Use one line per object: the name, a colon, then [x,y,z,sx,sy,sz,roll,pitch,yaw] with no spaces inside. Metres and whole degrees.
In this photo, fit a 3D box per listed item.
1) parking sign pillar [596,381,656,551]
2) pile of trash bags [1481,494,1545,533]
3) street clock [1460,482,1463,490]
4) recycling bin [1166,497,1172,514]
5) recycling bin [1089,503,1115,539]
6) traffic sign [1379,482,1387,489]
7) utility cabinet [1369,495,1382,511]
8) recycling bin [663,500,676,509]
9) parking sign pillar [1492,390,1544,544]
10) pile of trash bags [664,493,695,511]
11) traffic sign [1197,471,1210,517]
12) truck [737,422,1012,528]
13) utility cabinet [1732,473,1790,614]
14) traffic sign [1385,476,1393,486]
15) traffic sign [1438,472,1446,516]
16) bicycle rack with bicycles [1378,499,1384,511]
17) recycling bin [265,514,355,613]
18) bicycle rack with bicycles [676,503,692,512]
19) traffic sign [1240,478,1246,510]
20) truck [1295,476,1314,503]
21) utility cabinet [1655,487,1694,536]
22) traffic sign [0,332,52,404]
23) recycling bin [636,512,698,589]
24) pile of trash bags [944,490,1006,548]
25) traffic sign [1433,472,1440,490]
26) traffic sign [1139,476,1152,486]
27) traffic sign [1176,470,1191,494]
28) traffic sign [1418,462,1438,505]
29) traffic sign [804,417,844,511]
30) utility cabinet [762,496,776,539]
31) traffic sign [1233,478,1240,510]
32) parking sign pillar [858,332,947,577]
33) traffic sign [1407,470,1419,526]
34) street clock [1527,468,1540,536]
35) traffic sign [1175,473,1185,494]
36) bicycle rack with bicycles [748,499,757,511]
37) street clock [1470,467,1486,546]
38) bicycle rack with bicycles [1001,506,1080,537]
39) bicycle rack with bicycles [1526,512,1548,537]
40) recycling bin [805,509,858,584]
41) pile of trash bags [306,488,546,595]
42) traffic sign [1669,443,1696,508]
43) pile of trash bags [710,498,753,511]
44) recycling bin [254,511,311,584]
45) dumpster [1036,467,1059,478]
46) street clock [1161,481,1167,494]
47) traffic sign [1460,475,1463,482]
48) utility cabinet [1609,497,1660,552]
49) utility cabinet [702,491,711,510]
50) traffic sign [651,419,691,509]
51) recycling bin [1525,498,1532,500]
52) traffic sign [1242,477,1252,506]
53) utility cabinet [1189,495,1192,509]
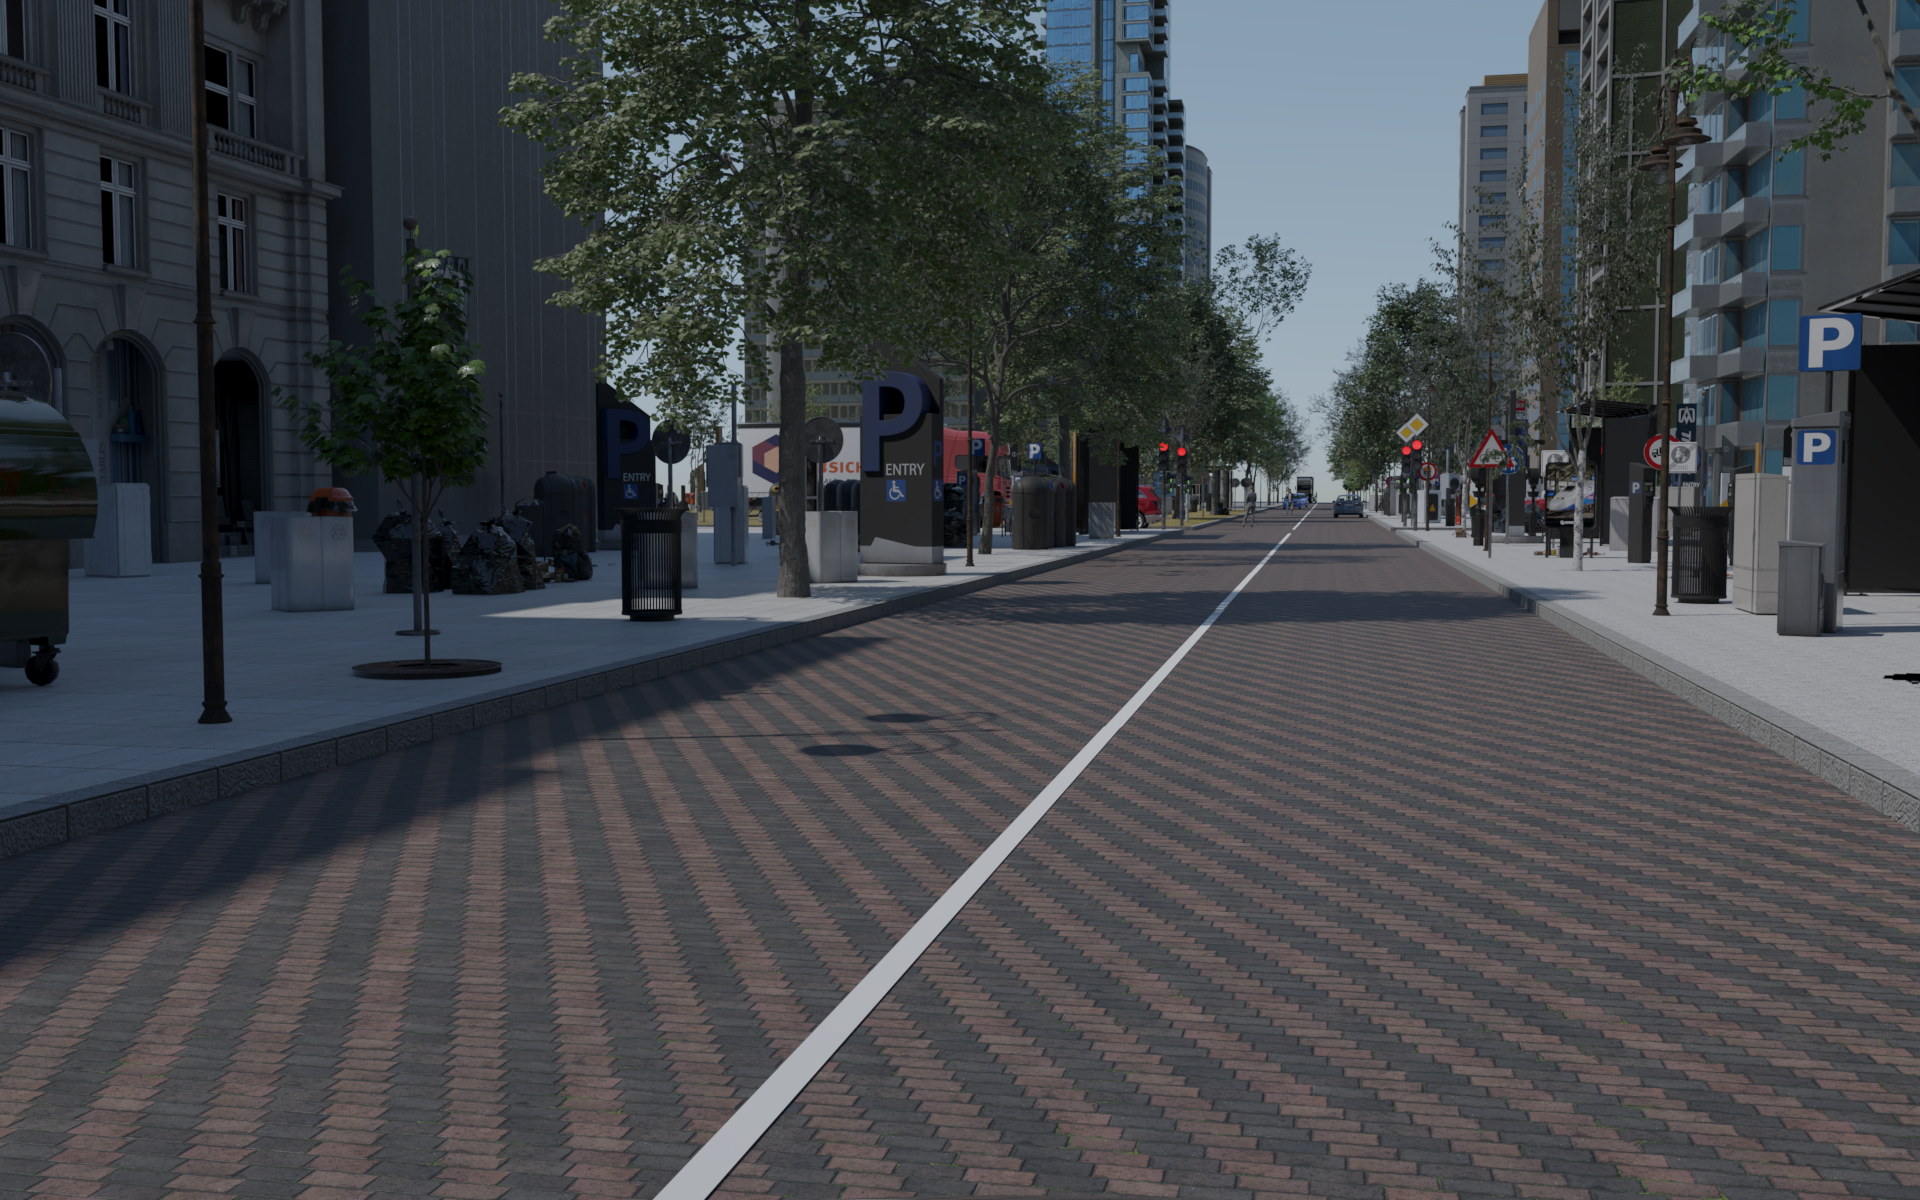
parking sign pillar: [-7.682,-3.145,39.890,1.447,3.967,1.447,-2,4,-35]
pile of trash bags: [18.257,-2.959,58.128,1.912,1.369,3.447,0,4,-8]
street clock: [31.066,-6.301,107.593,0.358,2.002,0.471,0,4,7]
recycling bin: [12.931,-5.929,109.500,0.722,1.027,0.722,3,5,45]
recycling bin: [4.093,-2.282,49.862,0.722,1.027,0.722,1,4,9]
traffic sign: [34.016,-8.389,139.291,0.606,2.300,0.079,1,4,21]
utility cabinet: [32.446,-7.585,135.169,0.306,1.237,1.020,-3,5,-40]
recycling bin: [-16.857,-5.348,99.994,0.722,1.027,0.722,-3,5,-43]
parking sign pillar: [14.585,-3.480,45.374,1.447,3.967,1.447,1,4,16]
pile of trash bags: [-23.309,-7.963,139.947,3.447,1.369,1.912,1,4,10]
traffic sign: [13.494,-5.869,96.058,0.768,2.556,0.104,1,4,20]
truck: [-2.964,-4.838,68.009,11.283,4.237,2.839,1,4,11]
utility cabinet: [8.695,-0.619,18.800,0.318,1.500,1.173,1,4,13]
traffic sign: [30.343,-7.456,122.004,0.768,2.556,0.104,1,4,15]
traffic sign: [27.855,-6.081,99.536,0.768,2.556,0.104,1,4,19]
bicycle rack with bicycles: [32.745,-7.264,132.140,2.925,0.926,2.852,-2,4,-30]
recycling bin: [-7.184,-0.406,19.200,0.722,1.027,0.722,-3,4,-37]
bicycle rack with bicycles: [-20.351,-6.565,120.724,2.925,0.926,2.852,0,4,4]
traffic sign: [22.363,-8.310,135.974,0.768,2.556,0.104,1,4,21]
truck: [55.373,-17.684,278.044,2.839,4.237,11.283,1,4,13]
utility cabinet: [21.647,-2.687,52.617,1.173,1.500,0.318,2,4,27]
traffic sign: [-7.488,-0.830,13.669,0.768,2.556,0.104,1,4,16]
recycling bin: [-4.015,-0.684,23.735,0.722,1.027,0.722,-1,4,-20]
pile of trash bags: [-0.401,-1.973,42.014,3.447,1.369,1.912,-2,4,-33]
traffic sign: [27.537,-6.135,100.421,0.768,2.556,0.104,1,4,12]
traffic sign: [10.443,-6.007,98.219,0.884,2.594,0.081,1,4,21]
traffic sign: [9.401,-4.334,72.988,0.606,2.300,0.079,1,4,12]
traffic sign: [18.364,-4.158,68.088,0.768,2.556,0.104,1,4,16]
traffic sign: [-2.289,-1.737,28.510,0.768,2.556,0.104,1,4,16]
utility cabinet: [-5.537,-2.382,50.115,0.306,1.237,1.020,0,4,0]
traffic sign: [21.754,-8.370,136.948,0.768,2.556,0.104,1,4,20]
parking sign pillar: [-0.925,-2.384,27.457,1.447,3.967,1.447,2,4,26]
traffic sign: [17.924,-4.192,68.645,0.768,2.556,0.104,1,4,18]
street clock: [15.944,-2.668,48.194,0.358,2.002,0.471,1,4,9]
traffic sign: [10.544,-4.931,82.757,0.606,2.300,0.079,1,4,20]
bicycle rack with bicycles: [-15.910,-7.060,128.817,2.852,0.926,2.925,-3,5,-42]
street clock: [12.833,-2.339,42.812,0.471,2.002,0.358,-3,5,-41]
bicycle rack with bicycles: [2.353,-2.396,52.555,2.852,0.926,2.925,0,4,6]
bicycle rack with bicycles: [17.984,-2.243,50.057,2.925,0.926,2.852,1,4,23]
recycling bin: [-1.976,-0.776,25.247,0.722,1.027,0.722,-3,5,-43]
pile of trash bags: [-7.241,-0.821,23.180,3.447,1.369,1.912,1,4,18]
traffic sign: [14.250,-1.968,34.314,0.606,2.300,0.079,1,4,13]
pile of trash bags: [-17.872,-7.674,135.219,3.447,1.369,1.912,0,4,5]
recycling bin: [-9.759,-0.764,25.042,0.722,1.027,0.722,-1,4,-12]
dumpster: [3.156,-3.673,62.548,1.502,2.255,1.985,1,4,12]
street clock: [11.550,-5.720,98.084,0.358,2.002,0.471,1,4,20]
traffic sign: [31.232,-6.603,108.065,0.768,2.556,0.104,1,4,18]
utility cabinet: [15.141,-1.694,38.853,1.020,1.237,0.306,2,4,32]
utility cabinet: [-20.119,-7.854,137.096,0.318,1.500,1.173,3,5,45]
traffic sign: [-4.922,-1.794,29.443,0.768,2.556,0.104,1,4,21]
recycling bin: [36.927,-6.109,112.431,0.722,1.027,0.722,0,3,0]
traffic sign: [21.817,-8.052,131.752,0.768,2.556,0.104,1,4,21]
utility cabinet: [18.787,-7.962,141.338,0.306,1.237,1.020,2,4,29]
